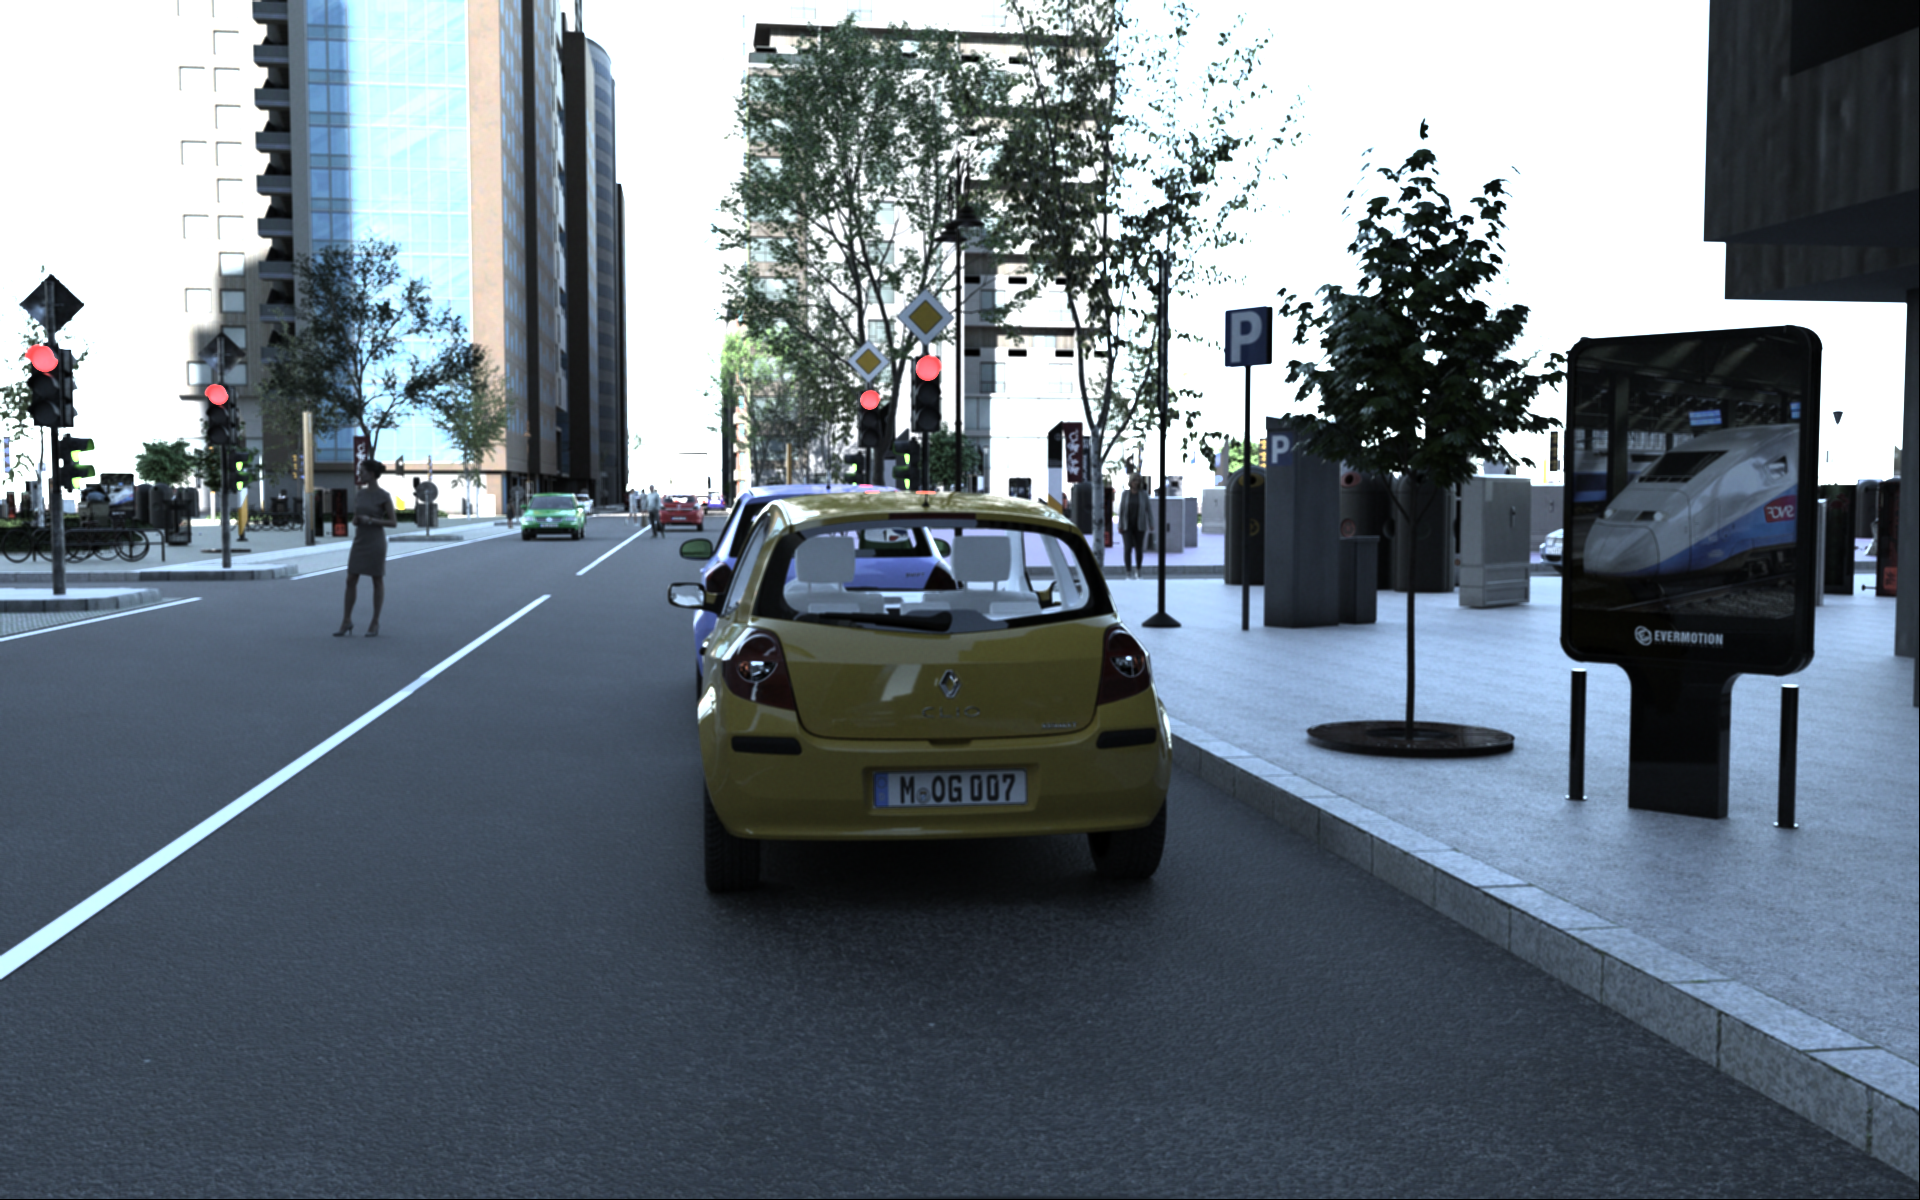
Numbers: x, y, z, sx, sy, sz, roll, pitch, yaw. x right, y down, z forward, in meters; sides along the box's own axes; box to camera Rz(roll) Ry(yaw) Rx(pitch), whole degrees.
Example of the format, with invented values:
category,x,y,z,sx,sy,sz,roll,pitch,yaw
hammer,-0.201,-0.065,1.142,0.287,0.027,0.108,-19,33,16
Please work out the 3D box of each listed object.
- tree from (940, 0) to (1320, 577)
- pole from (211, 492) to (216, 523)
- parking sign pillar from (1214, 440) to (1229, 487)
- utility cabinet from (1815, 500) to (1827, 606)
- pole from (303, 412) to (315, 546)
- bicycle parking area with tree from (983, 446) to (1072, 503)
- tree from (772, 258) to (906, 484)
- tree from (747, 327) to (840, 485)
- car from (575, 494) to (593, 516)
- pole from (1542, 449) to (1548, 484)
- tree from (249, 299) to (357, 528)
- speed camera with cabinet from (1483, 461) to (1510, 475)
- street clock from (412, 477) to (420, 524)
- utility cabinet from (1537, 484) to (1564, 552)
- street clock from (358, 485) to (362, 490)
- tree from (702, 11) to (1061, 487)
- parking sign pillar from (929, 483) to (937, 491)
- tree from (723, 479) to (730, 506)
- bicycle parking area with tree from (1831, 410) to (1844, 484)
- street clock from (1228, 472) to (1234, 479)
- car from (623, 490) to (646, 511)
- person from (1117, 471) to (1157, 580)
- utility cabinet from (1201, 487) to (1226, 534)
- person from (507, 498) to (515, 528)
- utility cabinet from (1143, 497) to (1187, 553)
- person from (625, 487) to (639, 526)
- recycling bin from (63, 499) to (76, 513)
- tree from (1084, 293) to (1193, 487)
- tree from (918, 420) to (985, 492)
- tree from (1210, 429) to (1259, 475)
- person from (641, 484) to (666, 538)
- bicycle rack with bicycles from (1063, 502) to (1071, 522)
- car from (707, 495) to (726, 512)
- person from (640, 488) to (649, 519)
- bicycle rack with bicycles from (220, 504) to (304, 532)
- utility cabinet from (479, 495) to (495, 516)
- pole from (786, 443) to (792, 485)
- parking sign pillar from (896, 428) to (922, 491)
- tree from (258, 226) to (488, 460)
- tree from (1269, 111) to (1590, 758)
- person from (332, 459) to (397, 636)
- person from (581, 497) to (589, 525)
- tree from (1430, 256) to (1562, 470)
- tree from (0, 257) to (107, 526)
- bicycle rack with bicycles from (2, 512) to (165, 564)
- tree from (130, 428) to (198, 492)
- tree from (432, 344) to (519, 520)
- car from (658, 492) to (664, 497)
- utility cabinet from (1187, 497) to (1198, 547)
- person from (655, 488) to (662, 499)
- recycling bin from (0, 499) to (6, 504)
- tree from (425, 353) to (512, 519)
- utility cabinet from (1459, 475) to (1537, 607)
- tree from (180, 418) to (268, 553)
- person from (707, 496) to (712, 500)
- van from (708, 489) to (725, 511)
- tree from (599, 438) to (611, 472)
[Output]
category,x,y,z,sx,sy,sz,roll,pitch,yaw
tree,1.668,-4.242,19.722,4.360,8.622,3.978,0,3,0
pole,-32.665,-5.006,75.698,0.158,3.312,0.155,0,3,0
parking sign pillar,12.279,-5.676,81.279,1.447,3.967,1.447,1,4,21
utility cabinet,9.474,-0.550,20.148,1.020,1.237,0.306,3,4,36
pole,-16.188,-3.010,43.061,0.158,3.312,0.155,0,3,0
bicycle parking area with tree,4.166,-7.179,104.384,8.231,4.147,9.016,0,4,6
tree,-3.910,-6.374,54.585,4.737,8.622,4.395,0,3,0
tree,-6.934,-7.663,75.656,4.360,8.622,3.978,0,3,0
car,-25.672,-6.397,116.600,2.014,1.417,4.499,-1,4,-9
pole,26.197,-5.121,77.579,0.158,3.312,0.155,0,3,0
tree,-24.991,-7.066,65.890,4.360,8.622,3.978,0,3,0
speed camera with cabinet,13.930,-3.122,45.377,0.660,3.252,2.038,2,4,28
street clock,-23.304,-4.266,74.312,0.358,2.002,0.471,-1,4,-9
utility cabinet,12.798,-1.779,37.772,1.173,1.500,0.318,2,4,23
street clock,-35.515,-5.991,102.520,0.358,2.002,0.471,-1,4,-20
tree,-1.613,-6.779,36.598,9.928,11.665,9.643,0,3,0
parking sign pillar,-1.846,-6.016,86.827,1.447,3.967,1.447,1,4,13
tree,-25.134,-11.879,188.816,1.663,3.219,1.824,0,3,0
bicycle parking area with tree,27.674,-4.382,58.648,8.231,4.147,9.016,-1,4,-9
street clock,9.029,-3.243,57.594,0.358,2.002,0.471,0,4,2
car,-28.072,-8.661,150.282,2.281,1.827,5.304,-1,4,-10
person,2.947,-1.211,28.487,0.709,1.800,0.728,1,4,10
utility cabinet,8.207,-2.856,55.380,0.318,1.500,1.173,-2,4,-34
person,-18.771,-3.620,72.361,0.362,1.253,0.373,2,4,28
utility cabinet,4.392,-1.640,37.970,1.020,1.237,0.306,1,4,16
person,-14.780,-4.211,78.108,0.466,1.731,0.760,2,4,32
recycling bin,-49.726,-5.126,96.360,0.722,1.027,0.722,3,4,36
tree,6.357,-6.828,62.008,4.737,8.622,4.395,0,3,0
tree,-0.589,-5.593,75.157,4.285,4.588,4.351,0,3,0
tree,14.079,-6.317,87.004,4.285,4.588,4.351,0,3,0
person,-10.002,-2.893,56.287,0.782,1.767,0.515,2,4,28
bicycle rack with bicycles,4.788,-3.934,77.704,2.925,0.926,2.852,0,4,-7
car,-20.130,-7.916,142.013,1.945,1.354,3.894,-1,4,-10
person,-18.155,-5.585,100.180,0.716,1.782,0.532,1,4,23
bicycle rack with bicycles,-24.257,-2.878,60.442,2.925,0.926,2.852,-2,4,-29
utility cabinet,-27.661,-5.500,101.083,0.306,1.237,1.020,3,5,39
pole,-6.889,-4.646,69.812,0.158,3.312,0.155,0,3,0
parking sign pillar,-2.645,-5.017,70.495,1.447,3.967,1.447,3,5,41
tree,-20.124,-7.665,59.742,8.767,10.594,7.601,0,4,5
tree,2.447,-0.871,8.843,1.663,3.219,1.824,0,3,0
person,-6.004,-0.527,17.465,0.599,1.781,0.374,1,4,19
person,-17.291,-4.072,79.321,0.590,1.304,0.306,-2,4,-26
tree,15.986,-6.268,52.848,4.360,8.622,3.978,0,3,0
tree,-28.512,-6.278,53.007,4.737,8.622,4.395,0,3,0
bicycle rack with bicycles,-16.661,-1.203,33.053,2.925,0.926,2.852,-3,5,-43
tree,-39.691,-6.289,86.534,4.285,4.588,4.351,0,3,0
tree,-23.770,-8.198,84.394,4.737,8.622,4.395,0,3,0
car,-28.014,-9.250,160.834,1.945,1.707,3.694,-1,4,-9
utility cabinet,5.248,-1.888,42.036,1.020,1.237,0.306,-1,4,-17
person,-20.781,-6.738,118.676,1.348,1.824,0.705,2,4,34
recycling bin,-54.462,-5.259,98.545,0.722,1.027,0.722,2,4,24
tree,-25.353,-8.547,90.106,4.360,8.622,3.978,0,3,0
utility cabinet,6.129,-0.678,19.768,0.318,1.500,1.173,3,5,43
tree,-16.197,-2.666,38.189,1.663,3.219,1.824,0,3,0
person,-19.112,-7.347,129.335,1.217,1.736,0.721,0,4,5
van,-21.259,-8.711,149.441,2.013,2.044,4.112,-1,4,-9
tree,-38.200,-13.886,177.398,4.360,8.622,3.978,0,3,0
